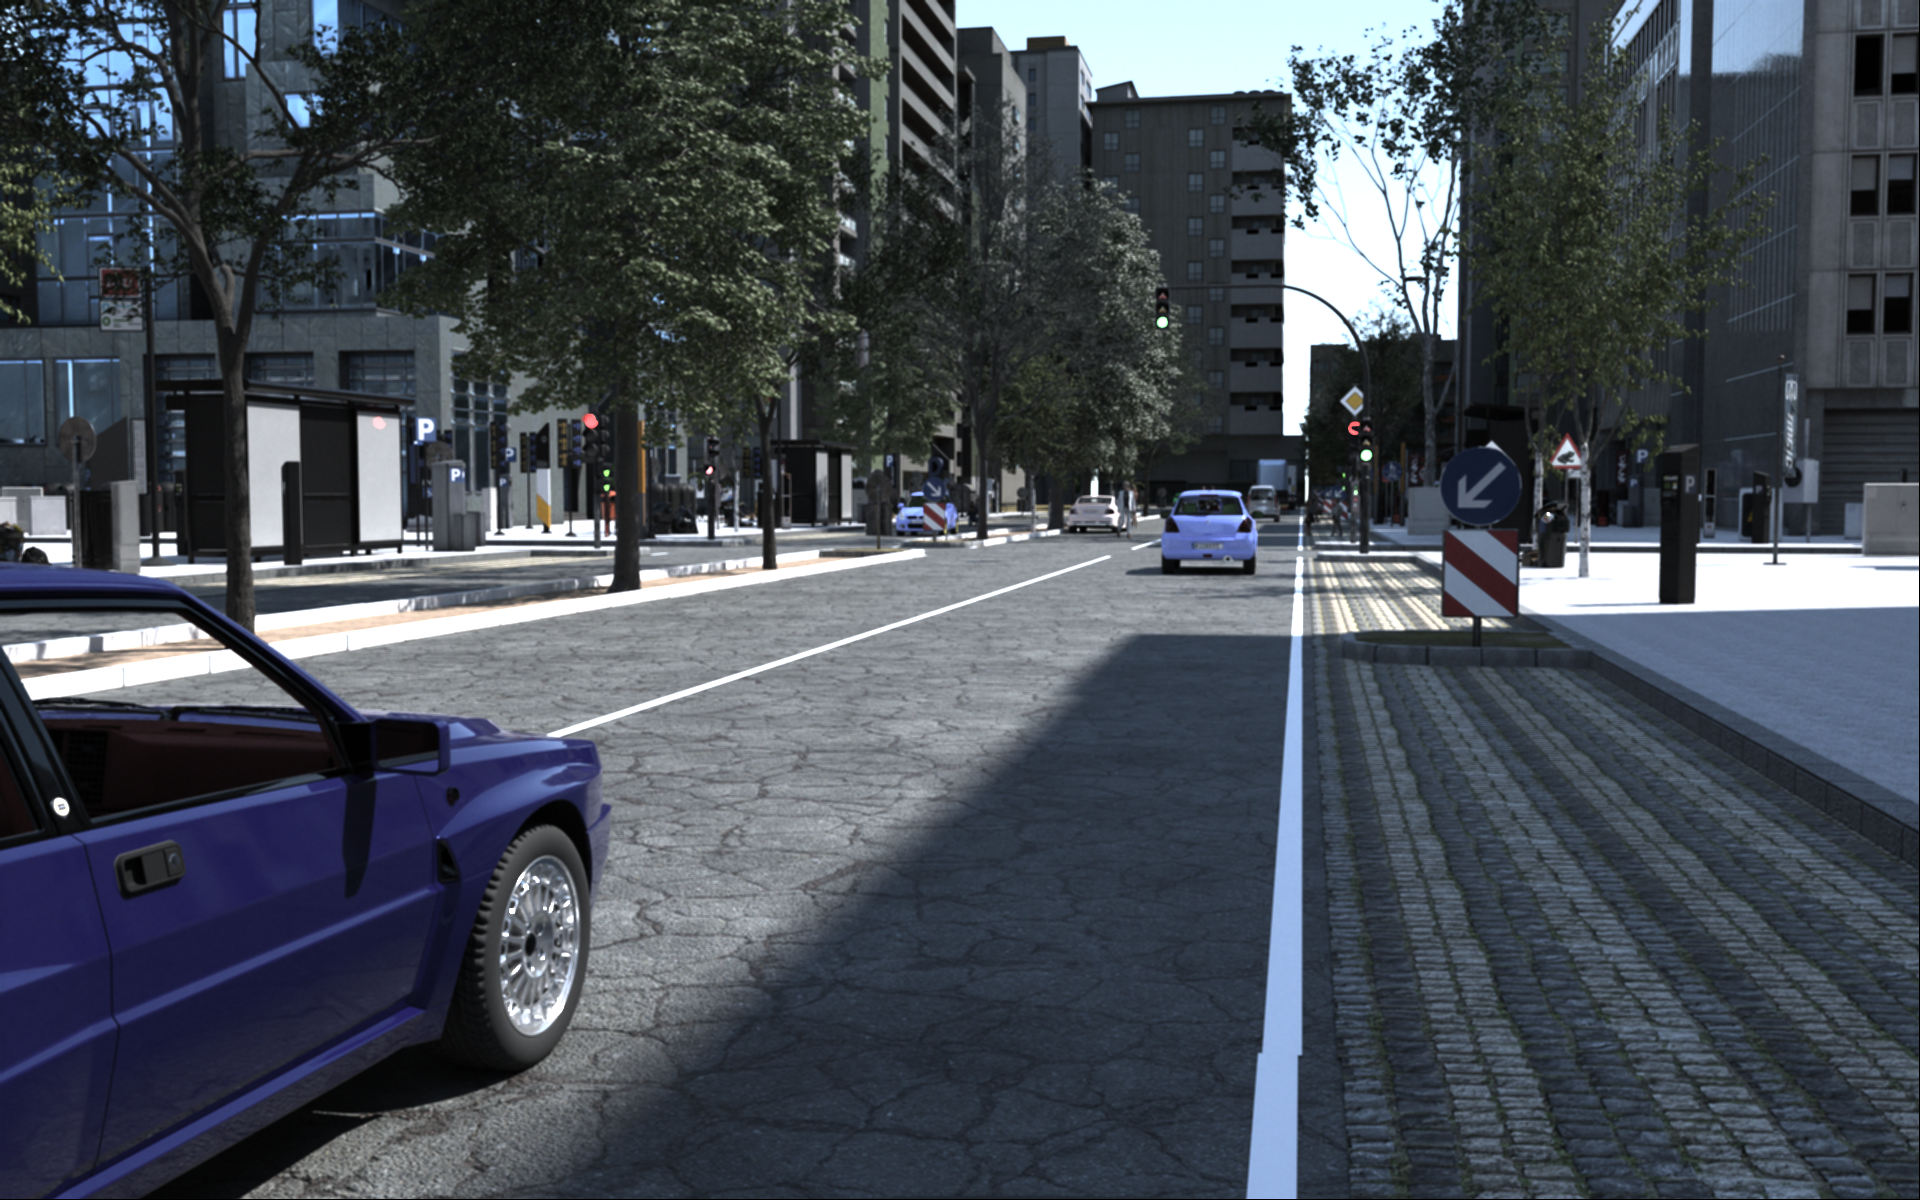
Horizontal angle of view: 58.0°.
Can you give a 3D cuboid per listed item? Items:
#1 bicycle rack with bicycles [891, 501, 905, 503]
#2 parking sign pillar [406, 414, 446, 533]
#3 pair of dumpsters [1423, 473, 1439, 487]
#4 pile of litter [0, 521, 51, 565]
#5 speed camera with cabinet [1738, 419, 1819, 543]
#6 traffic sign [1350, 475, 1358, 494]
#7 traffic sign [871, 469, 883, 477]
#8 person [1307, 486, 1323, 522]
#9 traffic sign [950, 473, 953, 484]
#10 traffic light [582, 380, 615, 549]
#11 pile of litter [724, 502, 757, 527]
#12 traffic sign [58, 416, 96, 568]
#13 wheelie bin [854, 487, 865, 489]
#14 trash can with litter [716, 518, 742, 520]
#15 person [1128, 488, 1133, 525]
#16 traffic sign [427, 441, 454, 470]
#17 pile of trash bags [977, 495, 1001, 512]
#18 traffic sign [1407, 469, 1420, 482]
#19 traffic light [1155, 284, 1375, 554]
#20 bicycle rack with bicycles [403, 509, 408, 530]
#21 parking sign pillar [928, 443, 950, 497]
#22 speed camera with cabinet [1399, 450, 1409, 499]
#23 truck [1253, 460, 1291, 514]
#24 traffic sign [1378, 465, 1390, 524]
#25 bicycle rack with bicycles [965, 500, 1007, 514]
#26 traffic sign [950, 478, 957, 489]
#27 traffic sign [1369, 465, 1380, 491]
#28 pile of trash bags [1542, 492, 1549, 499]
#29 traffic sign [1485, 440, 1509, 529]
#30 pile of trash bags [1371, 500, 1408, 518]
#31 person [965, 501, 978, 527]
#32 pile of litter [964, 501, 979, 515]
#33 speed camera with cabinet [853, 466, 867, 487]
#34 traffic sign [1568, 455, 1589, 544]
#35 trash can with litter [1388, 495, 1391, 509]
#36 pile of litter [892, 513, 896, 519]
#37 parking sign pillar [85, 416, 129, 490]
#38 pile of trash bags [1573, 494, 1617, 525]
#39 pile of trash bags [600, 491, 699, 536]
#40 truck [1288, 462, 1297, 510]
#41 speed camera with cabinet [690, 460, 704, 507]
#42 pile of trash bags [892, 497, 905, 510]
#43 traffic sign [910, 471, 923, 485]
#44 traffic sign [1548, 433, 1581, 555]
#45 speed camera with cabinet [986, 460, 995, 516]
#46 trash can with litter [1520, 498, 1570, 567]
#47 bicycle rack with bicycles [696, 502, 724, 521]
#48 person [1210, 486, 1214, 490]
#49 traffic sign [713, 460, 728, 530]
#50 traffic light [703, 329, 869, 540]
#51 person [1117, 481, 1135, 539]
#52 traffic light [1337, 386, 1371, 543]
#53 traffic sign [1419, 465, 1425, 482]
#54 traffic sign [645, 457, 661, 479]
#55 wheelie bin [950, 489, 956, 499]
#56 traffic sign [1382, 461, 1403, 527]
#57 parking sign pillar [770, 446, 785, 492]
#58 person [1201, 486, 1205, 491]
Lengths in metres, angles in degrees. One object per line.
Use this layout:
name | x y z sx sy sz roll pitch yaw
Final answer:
bicycle rack with bicycles | -3.391 -4.461 86.320 2.852 0.926 2.925 0 4 -4
parking sign pillar | -17.913 -4.267 58.235 1.447 3.967 1.447 -1 4 -21
pair of dumpsters | 22.388 -4.777 80.598 1.574 2.255 4.437 1 4 11
pile of litter | -15.178 -0.821 27.388 1.719 0.858 1.176 -2 4 -35
speed camera with cabinet | 21.774 -3.166 46.098 0.660 3.252 2.038 -2 4 -25
traffic sign | 25.667 -6.931 113.429 0.768 2.556 0.104 1 4 20
traffic sign | -4.213 -5.423 88.771 0.768 2.556 0.104 1 4 15
person | 17.878 -4.829 87.411 0.822 1.834 0.622 1 4 15
traffic sign | -0.768 -6.073 99.399 0.768 2.556 0.104 1 4 21
traffic light | -8.501 -3.159 40.570 0.839 4.253 0.868 1 4 11
pile of litter | -8.670 -3.295 67.839 1.176 0.858 1.719 -1 4 -9
traffic sign | -14.484 -1.730 28.399 0.768 2.556 0.104 1 4 18
wheelie bin | -4.658 -4.492 81.346 0.980 1.594 0.693 0 4 3
trash can with litter | -11.418 -4.623 86.649 1.678 1.210 2.233 1 4 17
person | 7.403 -4.101 76.230 0.598 1.740 0.731 -2 4 -33
traffic sign | -12.585 -2.551 41.812 0.768 2.556 0.104 1 4 12
pile of trash bags | 1.294 -6.822 121.295 3.447 1.369 1.912 1 4 12
traffic sign | 20.746 -4.831 79.088 0.768 2.556 0.104 1 4 11
traffic light | 6.613 -3.841 37.467 4.771 5.953 1.251 1 4 11
bicycle rack with bicycles | -20.925 -2.922 61.149 2.925 0.926 2.852 1 4 20
parking sign pillar | -1.124 -6.317 91.749 1.447 3.967 1.447 -3 5 -41
speed camera with cabinet | 20.452 -5.035 76.657 0.660 3.252 2.038 -3 5 -44
truck | 23.500 -8.600 130.367 2.967 4.110 18.799 1 4 10
traffic sign | 18.228 -4.519 73.992 0.768 2.556 0.104 1 4 15
bicycle rack with bicycles | 1.651 -6.109 113.258 2.925 0.926 2.852 -1 4 -16
traffic sign | -0.587 -6.553 107.152 0.884 2.594 0.081 1 4 18
traffic sign | 18.462 -4.671 76.475 0.768 2.556 0.104 1 4 20
pile of trash bags | 24.856 -4.148 77.579 3.447 1.369 1.912 -1 4 -19
traffic sign | 11.378 -2.198 37.129 0.795 2.450 0.064 1 4 14
pile of trash bags | 23.924 -5.248 95.563 1.912 1.369 3.447 2 4 30
person | 0.670 -3.766 75.575 1.012 1.151 0.738 0 4 -7
pile of litter | 1.343 -6.404 118.664 1.719 0.858 1.176 0 4 -6
speed camera with cabinet | -6.077 -6.061 93.434 2.038 3.252 0.660 0 4 2
traffic sign | 15.918 -2.602 44.681 0.606 2.300 0.079 1 4 12
trash can with litter | 27.368 -5.980 108.827 1.678 1.210 2.233 -3 5 -41
pile of litter | -3.875 -4.690 90.643 1.719 0.858 1.176 1 4 11
parking sign pillar | -29.450 -4.363 59.809 1.447 3.967 1.447 3 5 40
pile of trash bags | 27.207 -3.887 73.306 1.912 1.369 3.447 -1 4 -20
pile of trash bags | -9.994 -2.750 54.723 1.912 1.369 3.447 3 4 36
truck | 29.558 -10.419 159.267 2.839 4.237 11.283 1 4 10
speed camera with cabinet | -15.642 -6.466 100.054 0.660 3.252 2.038 2 4 31
pile of trash bags | -3.112 -6.903 122.616 3.447 1.369 1.912 -1 4 -14
traffic sign | -2.370 -5.773 94.497 0.768 2.556 0.104 1 4 16
traffic sign | 12.844 -2.244 36.699 0.884 2.594 0.081 1 4 18
speed camera with cabinet | 1.581 -6.518 100.904 0.660 3.252 2.038 1 4 11
trash can with litter | 10.175 -1.160 30.347 0.624 1.170 1.055 -1 4 -19
bicycle rack with bicycles | -12.292 -4.224 82.451 2.852 0.926 2.925 -2 4 -26
person | 12.404 -4.712 85.503 0.822 1.834 0.622 -2 4 -33
traffic sign | -8.599 -3.752 61.455 0.768 2.556 0.104 1 4 20
traffic light | -4.883 -4.487 48.034 4.771 5.953 1.251 1 4 11
person | 5.284 -2.875 55.386 0.514 1.842 0.818 -1 4 -19
traffic light | 10.231 -3.432 45.036 0.839 4.253 0.868 1 4 11
traffic sign | 20.336 -4.624 75.702 0.768 2.556 0.104 1 4 17
traffic sign | -10.594 -3.616 59.236 0.768 2.556 0.104 1 4 13
wheelie bin | -0.483 -5.895 104.290 0.980 1.594 0.693 -2 4 -31
traffic sign | 16.839 -4.120 67.463 0.768 2.556 0.104 1 4 19
parking sign pillar | -10.104 -6.689 97.838 1.447 3.967 1.447 -3 5 -45
person | 12.483 -4.907 88.502 0.659 1.850 0.755 0 4 -8
